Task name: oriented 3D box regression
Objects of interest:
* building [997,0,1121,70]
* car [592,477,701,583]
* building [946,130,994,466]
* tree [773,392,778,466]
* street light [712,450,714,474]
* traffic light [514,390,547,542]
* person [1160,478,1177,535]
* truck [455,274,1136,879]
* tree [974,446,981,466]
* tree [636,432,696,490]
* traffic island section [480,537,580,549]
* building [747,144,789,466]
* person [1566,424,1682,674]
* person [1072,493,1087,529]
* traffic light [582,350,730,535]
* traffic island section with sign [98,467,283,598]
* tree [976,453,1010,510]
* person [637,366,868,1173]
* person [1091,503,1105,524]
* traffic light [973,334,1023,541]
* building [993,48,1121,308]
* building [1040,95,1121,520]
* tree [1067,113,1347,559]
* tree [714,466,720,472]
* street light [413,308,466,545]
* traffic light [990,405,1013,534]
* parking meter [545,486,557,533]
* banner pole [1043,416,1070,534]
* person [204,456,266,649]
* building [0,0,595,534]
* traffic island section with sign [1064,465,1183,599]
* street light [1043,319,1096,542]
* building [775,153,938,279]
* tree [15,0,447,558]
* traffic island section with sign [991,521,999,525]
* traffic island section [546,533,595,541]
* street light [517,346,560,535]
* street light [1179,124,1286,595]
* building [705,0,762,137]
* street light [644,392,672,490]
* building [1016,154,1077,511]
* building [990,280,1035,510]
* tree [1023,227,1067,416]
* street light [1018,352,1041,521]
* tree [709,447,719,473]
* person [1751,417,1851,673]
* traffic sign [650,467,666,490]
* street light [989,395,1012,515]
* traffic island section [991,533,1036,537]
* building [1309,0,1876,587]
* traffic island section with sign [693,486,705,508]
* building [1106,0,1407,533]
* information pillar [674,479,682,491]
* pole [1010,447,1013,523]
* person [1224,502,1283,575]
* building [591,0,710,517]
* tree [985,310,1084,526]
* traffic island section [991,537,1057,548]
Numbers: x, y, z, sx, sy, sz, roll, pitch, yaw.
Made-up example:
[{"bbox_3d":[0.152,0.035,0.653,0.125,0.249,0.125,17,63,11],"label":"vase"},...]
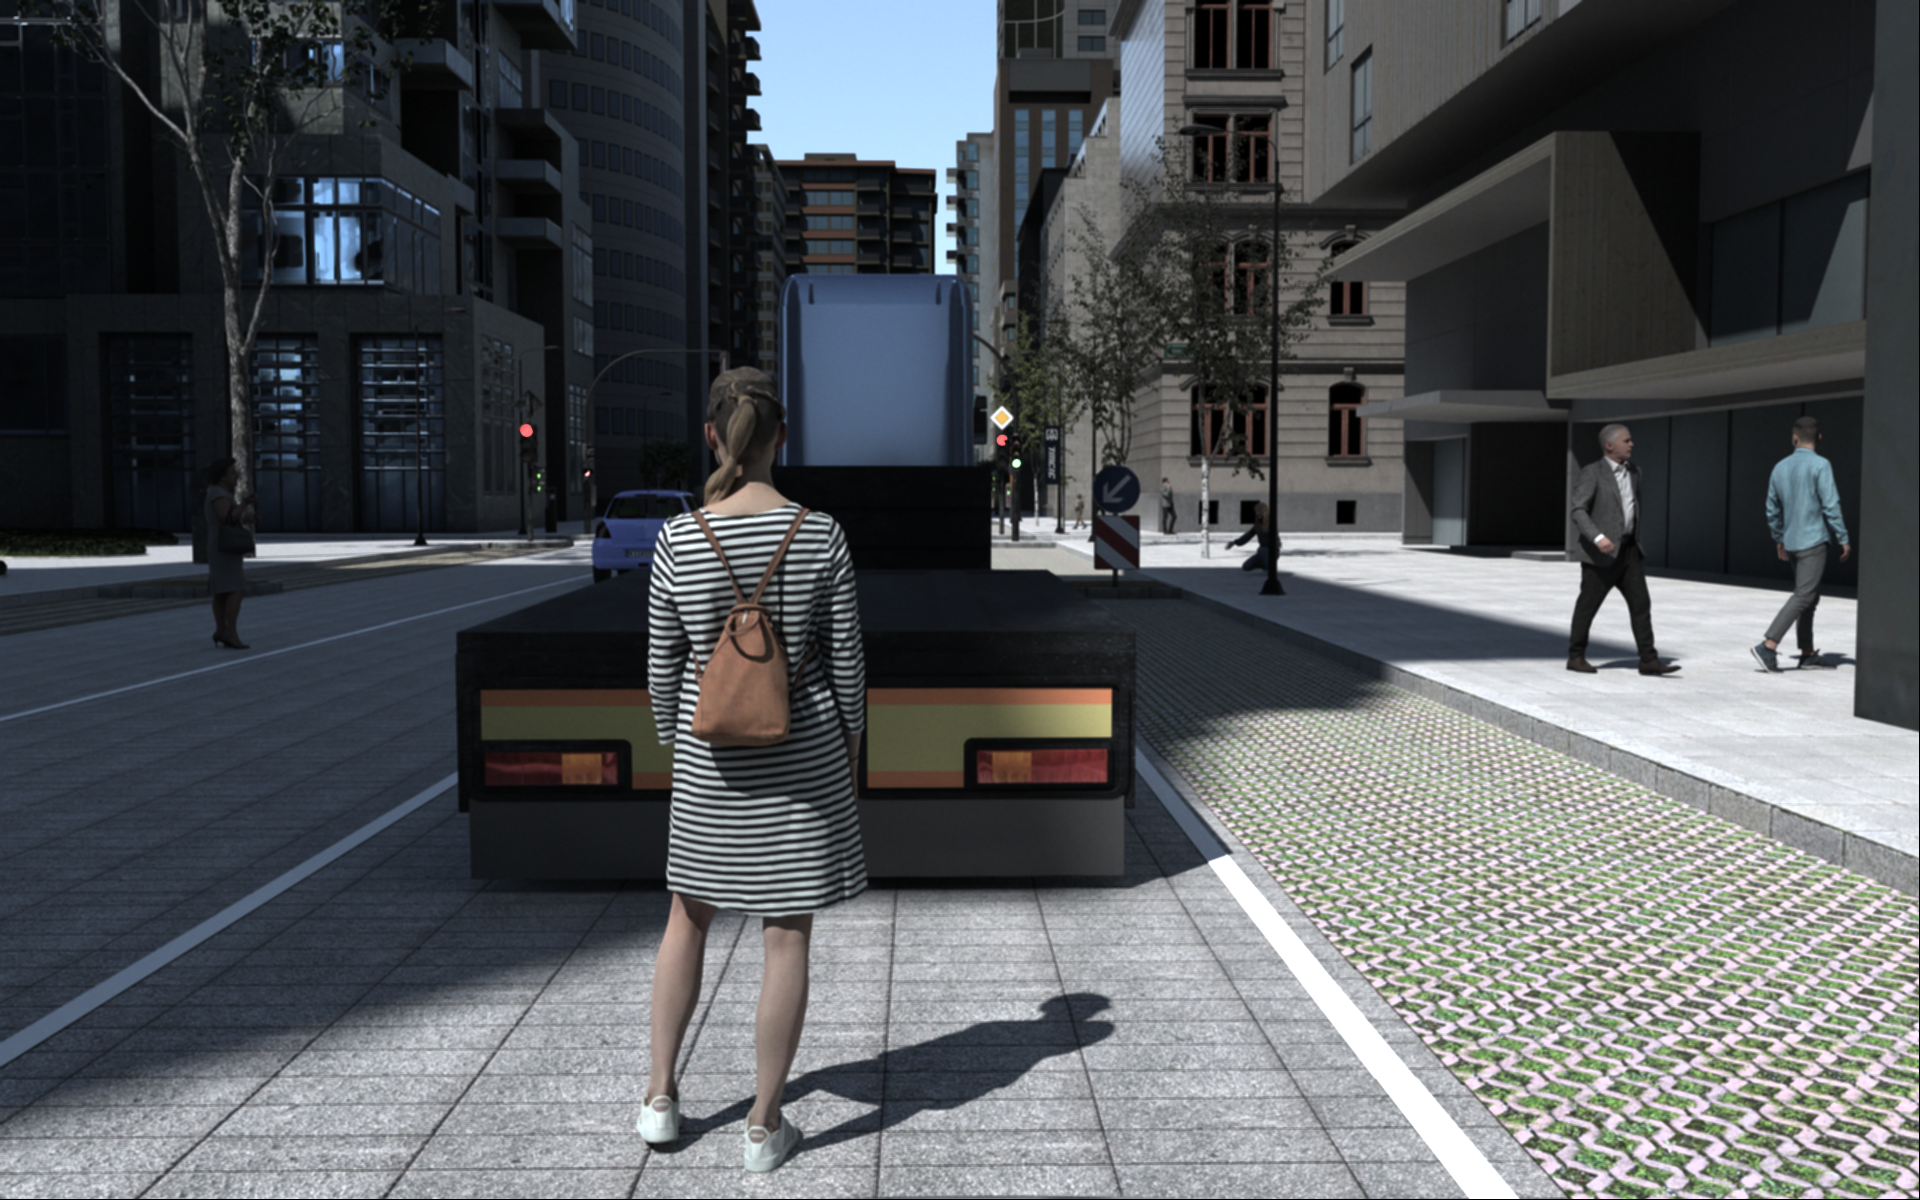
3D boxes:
[{"bbox_3d":[12.520,-46.151,192.815,20.563,71.187,20.611,0,4,-1],"label":"building"},{"bbox_3d":[-4.942,-1.151,28.409,1.945,1.707,3.694,0,4,-3],"label":"car"},{"bbox_3d":[13.371,-37.196,227.757,30.456,49.044,23.786,0,4,-1],"label":"building"},{"bbox_3d":[-16.936,-14.698,166.064,9.928,11.665,9.643,0,3,0],"label":"tree"},{"bbox_3d":[-14.247,-8.021,103.686,1.470,5.913,1.316,0,4,-1],"label":"street light"},{"bbox_3d":[-11.578,-3.530,46.642,0.839,4.253,0.868,0,4,-1],"label":"traffic light"},{"bbox_3d":[6.611,-2.974,54.855,0.592,1.802,0.473,-2,4,-34],"label":"person"},{"bbox_3d":[-0.860,-1.570,15.435,2.967,4.110,18.799,0,4,-2],"label":"truck"},{"bbox_3d":[0.556,-15.693,206.942,4.360,8.622,3.978,0,3,0],"label":"tree"},{"bbox_3d":[-15.566,-6.587,91.410,4.285,4.588,4.351,0,3,0],"label":"tree"},{"bbox_3d":[-11.618,-1.498,46.775,2.009,0.180,2.903,0,4,-1],"label":"traffic island section"},{"bbox_3d":[-30.835,-30.266,186.729,23.993,40.220,32.217,0,4,-1],"label":"building"},{"bbox_3d":[4.688,-0.357,12.286,0.661,1.777,0.834,-2,4,-33],"label":"person"},{"bbox_3d":[4.333,-3.222,62.987,0.640,1.303,0.475,2,4,25],"label":"person"},{"bbox_3d":[-9.659,-4.895,54.704,4.771,5.953,1.251,0,4,-1],"label":"traffic light"},{"bbox_3d":[-10.815,-0.978,24.614,1.989,1.847,2.006,0,4,-1],"label":"traffic island section with sign"},{"bbox_3d":[2.761,-9.360,136.743,4.285,4.588,4.351,0,3,0],"label":"tree"},{"bbox_3d":[-0.453,0.354,3.719,0.512,1.701,0.522,0,4,-7],"label":"person"},{"bbox_3d":[5.792,-4.004,71.905,0.661,1.777,0.834,-2,4,-27],"label":"person"},{"bbox_3d":[-0.609,-4.409,46.750,4.771,5.953,1.251,0,4,-1],"label":"traffic light"},{"bbox_3d":[10.574,-32.142,175.637,14.600,45.320,14.200,0,4,-1],"label":"building"},{"bbox_3d":[10.012,-14.501,91.837,10.420,20.320,16.860,0,4,-1],"label":"building"},{"bbox_3d":[5.078,-5.119,34.060,4.360,8.622,3.978,0,3,0],"label":"tree"},{"bbox_3d":[-15.996,-7.376,115.192,1.663,3.219,1.824,0,3,0],"label":"tree"},{"bbox_3d":[-13.031,-4.334,43.406,1.470,5.913,1.316,0,4,-1],"label":"street light"},{"bbox_3d":[1.310,-4.037,54.919,0.839,4.253,0.868,0,4,-1],"label":"traffic light"},{"bbox_3d":[-13.588,-3.003,57.506,0.372,1.533,0.369,0,3,0],"label":"parking meter"},{"bbox_3d":[3.103,-4.010,55.583,0.863,3.779,0.401,0,4,-7],"label":"banner pole"},{"bbox_3d":[-6.716,-0.442,16.082,0.532,1.782,0.716,-1,4,-23],"label":"person"},{"bbox_3d":[-27.207,-46.256,68.955,22.319,86.520,31.000,0,4,-1],"label":"building"},{"bbox_3d":[2.013,-0.966,24.424,1.989,1.847,2.006,0,4,-1],"label":"traffic island section with sign"},{"bbox_3d":[3.035,-4.502,46.141,1.470,5.913,1.316,0,4,-1],"label":"street light"},{"bbox_3d":[-17.349,-34.903,225.283,28.867,44.769,22.147,0,4,-1],"label":"building"},{"bbox_3d":[-15.254,-10.831,32.976,12.611,20.169,13.585,0,3,0],"label":"tree"},{"bbox_3d":[0.815,-4.405,80.655,1.989,1.847,2.006,0,4,-1],"label":"traffic island section with sign"},{"bbox_3d":[-11.789,-1.986,54.759,2.009,0.180,2.903,0,4,-1],"label":"traffic island section"},{"bbox_3d":[-13.254,-5.012,54.484,1.470,5.913,1.316,0,4,-1],"label":"street light"},{"bbox_3d":[3.451,-3.022,21.953,1.470,5.913,1.316,0,4,-1],"label":"street light"},{"bbox_3d":[-28.084,-29.890,143.324,22.147,44.769,28.867,0,4,-1],"label":"building"},{"bbox_3d":[-13.828,-6.522,79.182,1.470,5.913,1.316,0,4,-1],"label":"street light"},{"bbox_3d":[11.596,-18.110,115.158,14.314,24.678,30.058,0,4,-1],"label":"building"},{"bbox_3d":[17.078,-18.951,154.890,27.650,21.520,28.899,0,4,-1],"label":"building"},{"bbox_3d":[3.737,-5.629,42.397,4.360,8.622,3.978,0,3,0],"label":"tree"},{"bbox_3d":[2.730,-5.156,56.844,1.470,5.913,1.316,0,4,-1],"label":"street light"},{"bbox_3d":[-18.369,-10.796,126.872,4.360,8.622,3.978,0,3,0],"label":"tree"},{"bbox_3d":[6.056,-0.408,12.571,0.748,1.841,0.638,0,4,-5],"label":"person"},{"bbox_3d":[-14.149,-4.962,81.232,0.768,2.556,0.104,0,4,3],"label":"traffic sign"},{"bbox_3d":[2.236,-6.643,81.155,1.470,5.913,1.316,0,4,-1],"label":"street light"},{"bbox_3d":[1.350,-2.003,55.034,2.009,0.180,2.903,0,4,-1],"label":"traffic island section"},{"bbox_3d":[22.572,-26.986,30.465,28.713,52.752,27.495,0,4,-1],"label":"building"},{"bbox_3d":[-11.992,-4.357,79.873,1.989,1.847,2.006,0,4,-1],"label":"traffic island section with sign"},{"bbox_3d":[17.566,-16.859,63.031,23.554,28.519,14.401,0,4,-1],"label":"building"},{"bbox_3d":[-14.012,-4.995,86.162,0.304,2.012,0.304,-1,4,-22],"label":"information pillar"},{"bbox_3d":[2.291,-5.008,75.722,0.158,3.312,0.155,0,3,0],"label":"pole"},{"bbox_3d":[4.795,-0.968,27.369,0.738,1.151,1.012,-3,4,-36],"label":"person"},{"bbox_3d":[-27.998,-34.577,107.337,21.231,58.520,28.212,0,4,-1],"label":"building"},{"bbox_3d":[3.041,-7.234,68.641,4.737,8.622,4.395,0,3,0],"label":"tree"},{"bbox_3d":[1.521,-1.515,47.050,2.009,0.180,2.903,0,4,-1],"label":"traffic island section"}]
